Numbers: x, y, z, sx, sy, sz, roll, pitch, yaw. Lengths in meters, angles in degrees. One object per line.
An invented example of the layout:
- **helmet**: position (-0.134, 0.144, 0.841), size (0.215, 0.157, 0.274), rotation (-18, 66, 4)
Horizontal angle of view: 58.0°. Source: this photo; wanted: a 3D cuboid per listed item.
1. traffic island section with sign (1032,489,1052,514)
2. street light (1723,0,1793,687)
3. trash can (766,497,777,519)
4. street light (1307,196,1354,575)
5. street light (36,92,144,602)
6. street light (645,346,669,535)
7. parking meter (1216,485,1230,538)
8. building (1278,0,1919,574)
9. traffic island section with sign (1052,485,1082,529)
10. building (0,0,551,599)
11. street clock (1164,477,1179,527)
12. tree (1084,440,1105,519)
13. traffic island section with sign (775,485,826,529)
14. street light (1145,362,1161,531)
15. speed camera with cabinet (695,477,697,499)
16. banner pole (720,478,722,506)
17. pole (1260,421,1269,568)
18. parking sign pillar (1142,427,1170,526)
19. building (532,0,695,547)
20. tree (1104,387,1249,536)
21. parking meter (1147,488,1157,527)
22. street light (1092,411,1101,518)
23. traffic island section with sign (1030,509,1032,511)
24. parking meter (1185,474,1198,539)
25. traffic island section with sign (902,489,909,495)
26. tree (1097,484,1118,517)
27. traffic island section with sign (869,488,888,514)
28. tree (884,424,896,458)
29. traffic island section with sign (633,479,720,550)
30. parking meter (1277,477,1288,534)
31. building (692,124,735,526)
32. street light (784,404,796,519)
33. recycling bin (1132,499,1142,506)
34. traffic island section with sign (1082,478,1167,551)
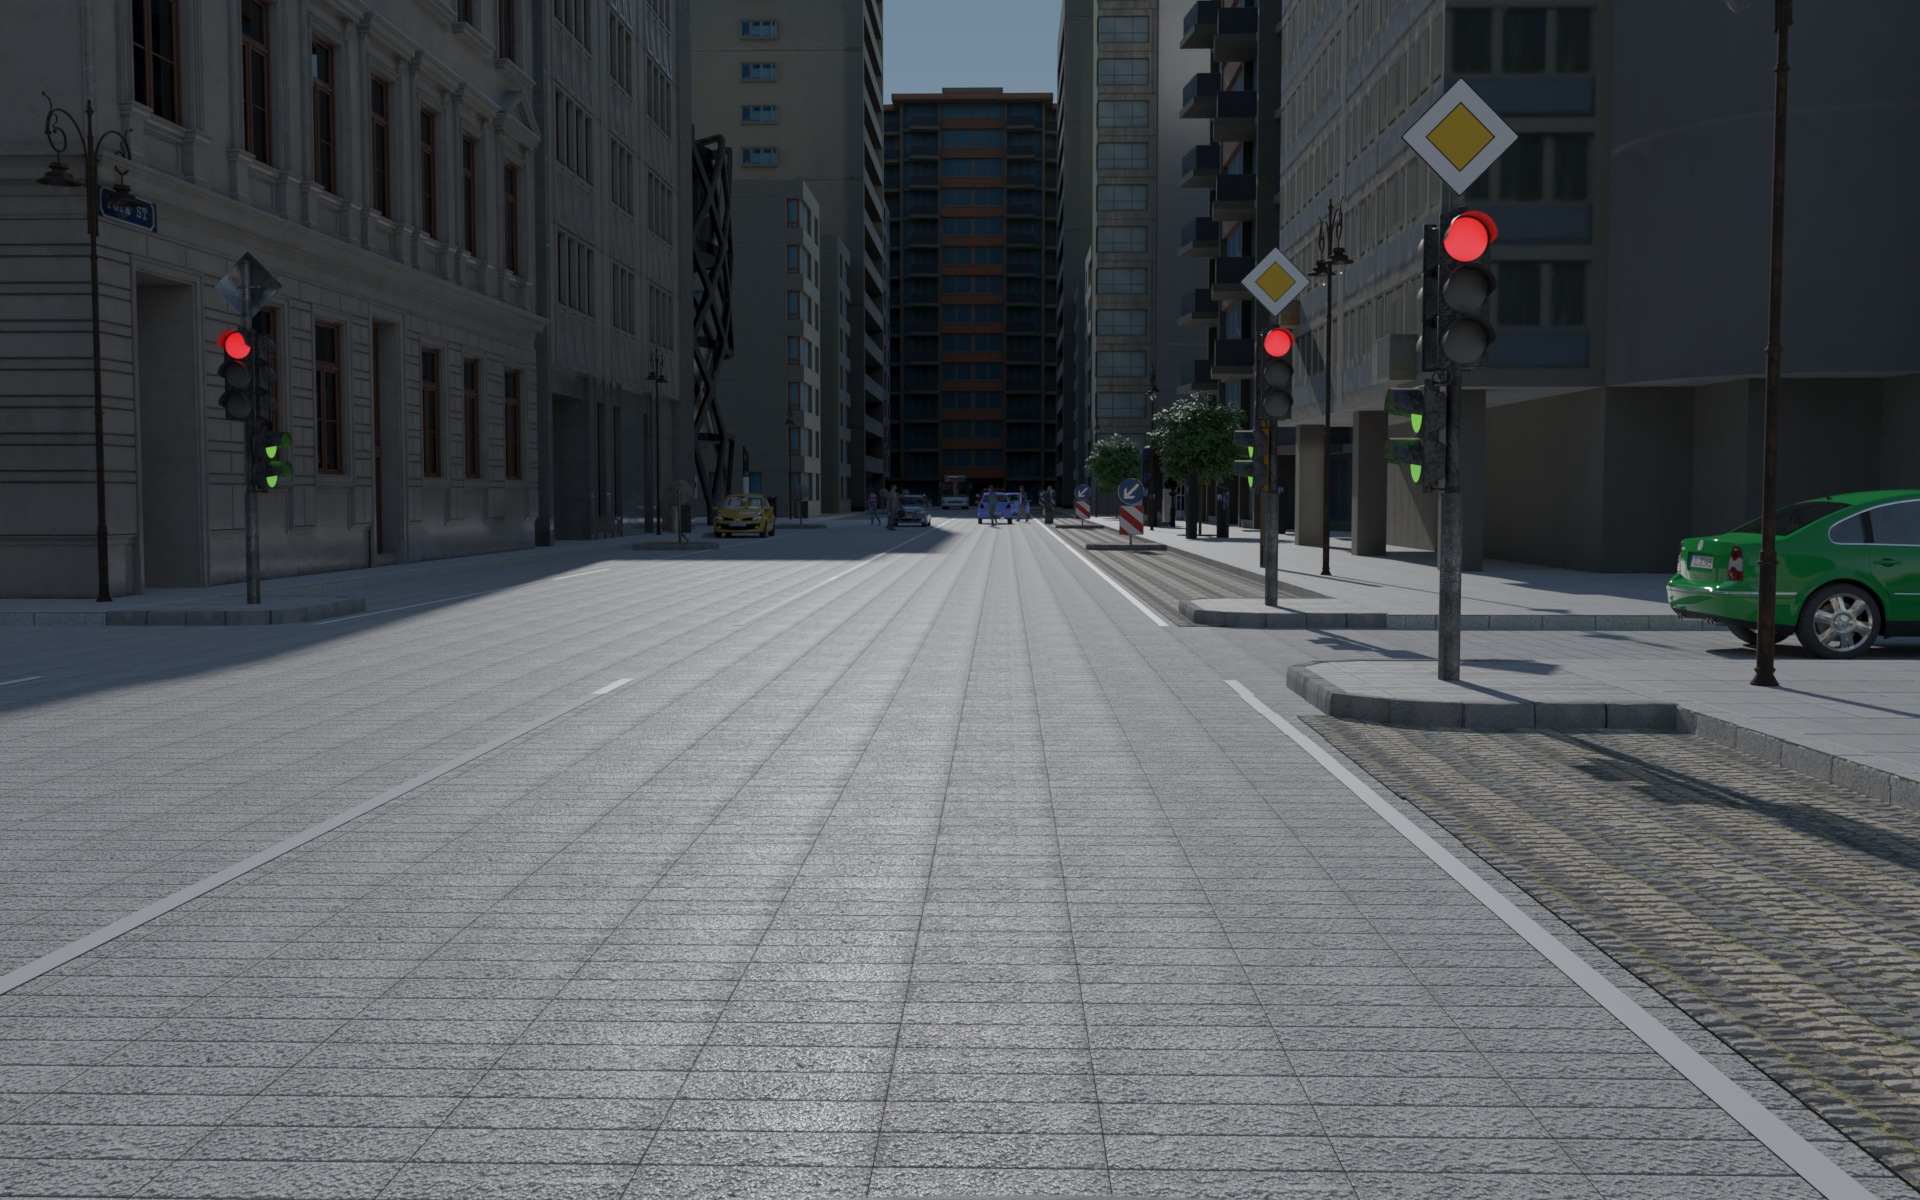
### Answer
- **traffic island section with sign**: position (6.243, -6.914, 121.677), size (1.989, 1.847, 2.006), rotation (0, 4, 1)
- **street light**: position (5.399, -2.364, 11.445), size (0.468, 5.910, 1.993), rotation (0, 4, 1)
- **trash can**: position (-9.284, -4.471, 84.749), size (0.748, 1.137, 0.748), rotation (0, 3, 0)
- **street light**: position (5.796, -3.332, 27.260), size (0.468, 5.910, 1.993), rotation (0, 4, 1)
- **street light**: position (-10.208, -2.917, 20.482), size (0.468, 5.910, 1.993), rotation (0, 4, 1)
- **street light**: position (-9.447, -4.975, 54.121), size (0.468, 5.910, 1.993), rotation (0, 4, 1)
- **parking meter**: position (7.719, -2.595, 50.844), size (0.372, 1.533, 0.369), rotation (0, 3, 0)
- **building**: position (19.396, -20.859, 32.918), size (23.993, 40.220, 32.217), rotation (0, 4, 1)
- **traffic island section with sign**: position (4.960, -3.878, 72.032), size (1.989, 1.847, 2.006), rotation (0, 4, 1)
- **building**: position (-15.165, -11.876, 30.333), size (11.583, 22.565, 21.152), rotation (0, 4, 1)
- **street clock**: position (8.309, -3.855, 67.604), size (0.471, 2.002, 0.358), rotation (0, 4, -6)
- **tree**: position (8.134, -6.496, 89.928), size (4.285, 4.588, 4.351), rotation (0, 3, 0)
- **traffic island section with sign**: position (-6.609, -3.884, 72.139), size (1.989, 1.847, 2.006), rotation (0, 4, 1)
- **street light**: position (6.742, -5.376, 60.688), size (0.468, 5.910, 1.993), rotation (0, 4, 1)
- **speed camera with cabinet**: position (-13.832, -5.536, 84.845), size (0.660, 3.252, 2.038), rotation (3, 5, 41)
- **banner pole**: position (-12.377, -6.098, 89.723), size (0.401, 3.779, 0.863), rotation (-1, 4, -10)
- **pole**: position (5.325, -2.215, 30.055), size (0.158, 3.312, 0.155), rotation (0, 3, 0)
- **parking sign pillar**: position (7.710, -4.950, 69.403), size (1.447, 3.967, 1.447), rotation (2, 4, 25)
- **building**: position (-15.748, -14.286, 51.593), size (12.078, 24.808, 19.932), rotation (0, 4, 1)
- **tree**: position (7.311, -4.247, 53.154), size (4.285, 4.588, 4.351), rotation (0, 3, 0)
- **parking meter**: position (7.508, -3.620, 67.594), size (0.372, 1.533, 0.369), rotation (0, 3, 0)
- **street light**: position (7.456, -7.448, 94.564), size (0.468, 5.910, 1.993), rotation (0, 4, 1)
- **traffic island section with sign**: position (6.949, -8.562, 148.623), size (1.989, 1.847, 2.006), rotation (0, 4, 1)
- **parking meter**: position (6.614, -2.676, 49.468), size (0.255, 1.863, 0.399), rotation (-1, 4, -9)
- **traffic island section with sign**: position (-4.631, -8.581, 148.931), size (1.989, 1.847, 2.006), rotation (0, 4, 1)
- **tree**: position (8.307, -6.363, 98.640), size (1.663, 3.219, 1.824), rotation (0, 3, 0)
- **traffic island section with sign**: position (-5.319, -6.933, 121.985), size (1.989, 1.847, 2.006), rotation (0, 4, 1)
- **tree**: position (-7.927, -12.526, 155.160), size (4.360, 8.622, 3.978), rotation (0, 3, 0)
- **traffic island section with sign**: position (-7.320, -2.225, 45.000), size (1.989, 1.847, 2.006), rotation (0, 4, 1)
- **parking meter**: position (10.347, -3.063, 55.795), size (0.399, 1.863, 0.255), rotation (1, 4, 13)
- **building**: position (-17.975, -12.441, 70.867), size (16.820, 18.784, 16.811), rotation (0, 4, 1)
- **street light**: position (-8.578, -7.019, 87.551), size (0.468, 5.910, 1.993), rotation (0, 4, 1)
- **recycling bin**: position (8.325, -4.168, 80.703), size (0.722, 1.027, 0.722), rotation (0, 4, 6)
- **traffic island section with sign**: position (4.241, -2.197, 44.547), size (1.989, 1.847, 2.006), rotation (0, 4, 1)
